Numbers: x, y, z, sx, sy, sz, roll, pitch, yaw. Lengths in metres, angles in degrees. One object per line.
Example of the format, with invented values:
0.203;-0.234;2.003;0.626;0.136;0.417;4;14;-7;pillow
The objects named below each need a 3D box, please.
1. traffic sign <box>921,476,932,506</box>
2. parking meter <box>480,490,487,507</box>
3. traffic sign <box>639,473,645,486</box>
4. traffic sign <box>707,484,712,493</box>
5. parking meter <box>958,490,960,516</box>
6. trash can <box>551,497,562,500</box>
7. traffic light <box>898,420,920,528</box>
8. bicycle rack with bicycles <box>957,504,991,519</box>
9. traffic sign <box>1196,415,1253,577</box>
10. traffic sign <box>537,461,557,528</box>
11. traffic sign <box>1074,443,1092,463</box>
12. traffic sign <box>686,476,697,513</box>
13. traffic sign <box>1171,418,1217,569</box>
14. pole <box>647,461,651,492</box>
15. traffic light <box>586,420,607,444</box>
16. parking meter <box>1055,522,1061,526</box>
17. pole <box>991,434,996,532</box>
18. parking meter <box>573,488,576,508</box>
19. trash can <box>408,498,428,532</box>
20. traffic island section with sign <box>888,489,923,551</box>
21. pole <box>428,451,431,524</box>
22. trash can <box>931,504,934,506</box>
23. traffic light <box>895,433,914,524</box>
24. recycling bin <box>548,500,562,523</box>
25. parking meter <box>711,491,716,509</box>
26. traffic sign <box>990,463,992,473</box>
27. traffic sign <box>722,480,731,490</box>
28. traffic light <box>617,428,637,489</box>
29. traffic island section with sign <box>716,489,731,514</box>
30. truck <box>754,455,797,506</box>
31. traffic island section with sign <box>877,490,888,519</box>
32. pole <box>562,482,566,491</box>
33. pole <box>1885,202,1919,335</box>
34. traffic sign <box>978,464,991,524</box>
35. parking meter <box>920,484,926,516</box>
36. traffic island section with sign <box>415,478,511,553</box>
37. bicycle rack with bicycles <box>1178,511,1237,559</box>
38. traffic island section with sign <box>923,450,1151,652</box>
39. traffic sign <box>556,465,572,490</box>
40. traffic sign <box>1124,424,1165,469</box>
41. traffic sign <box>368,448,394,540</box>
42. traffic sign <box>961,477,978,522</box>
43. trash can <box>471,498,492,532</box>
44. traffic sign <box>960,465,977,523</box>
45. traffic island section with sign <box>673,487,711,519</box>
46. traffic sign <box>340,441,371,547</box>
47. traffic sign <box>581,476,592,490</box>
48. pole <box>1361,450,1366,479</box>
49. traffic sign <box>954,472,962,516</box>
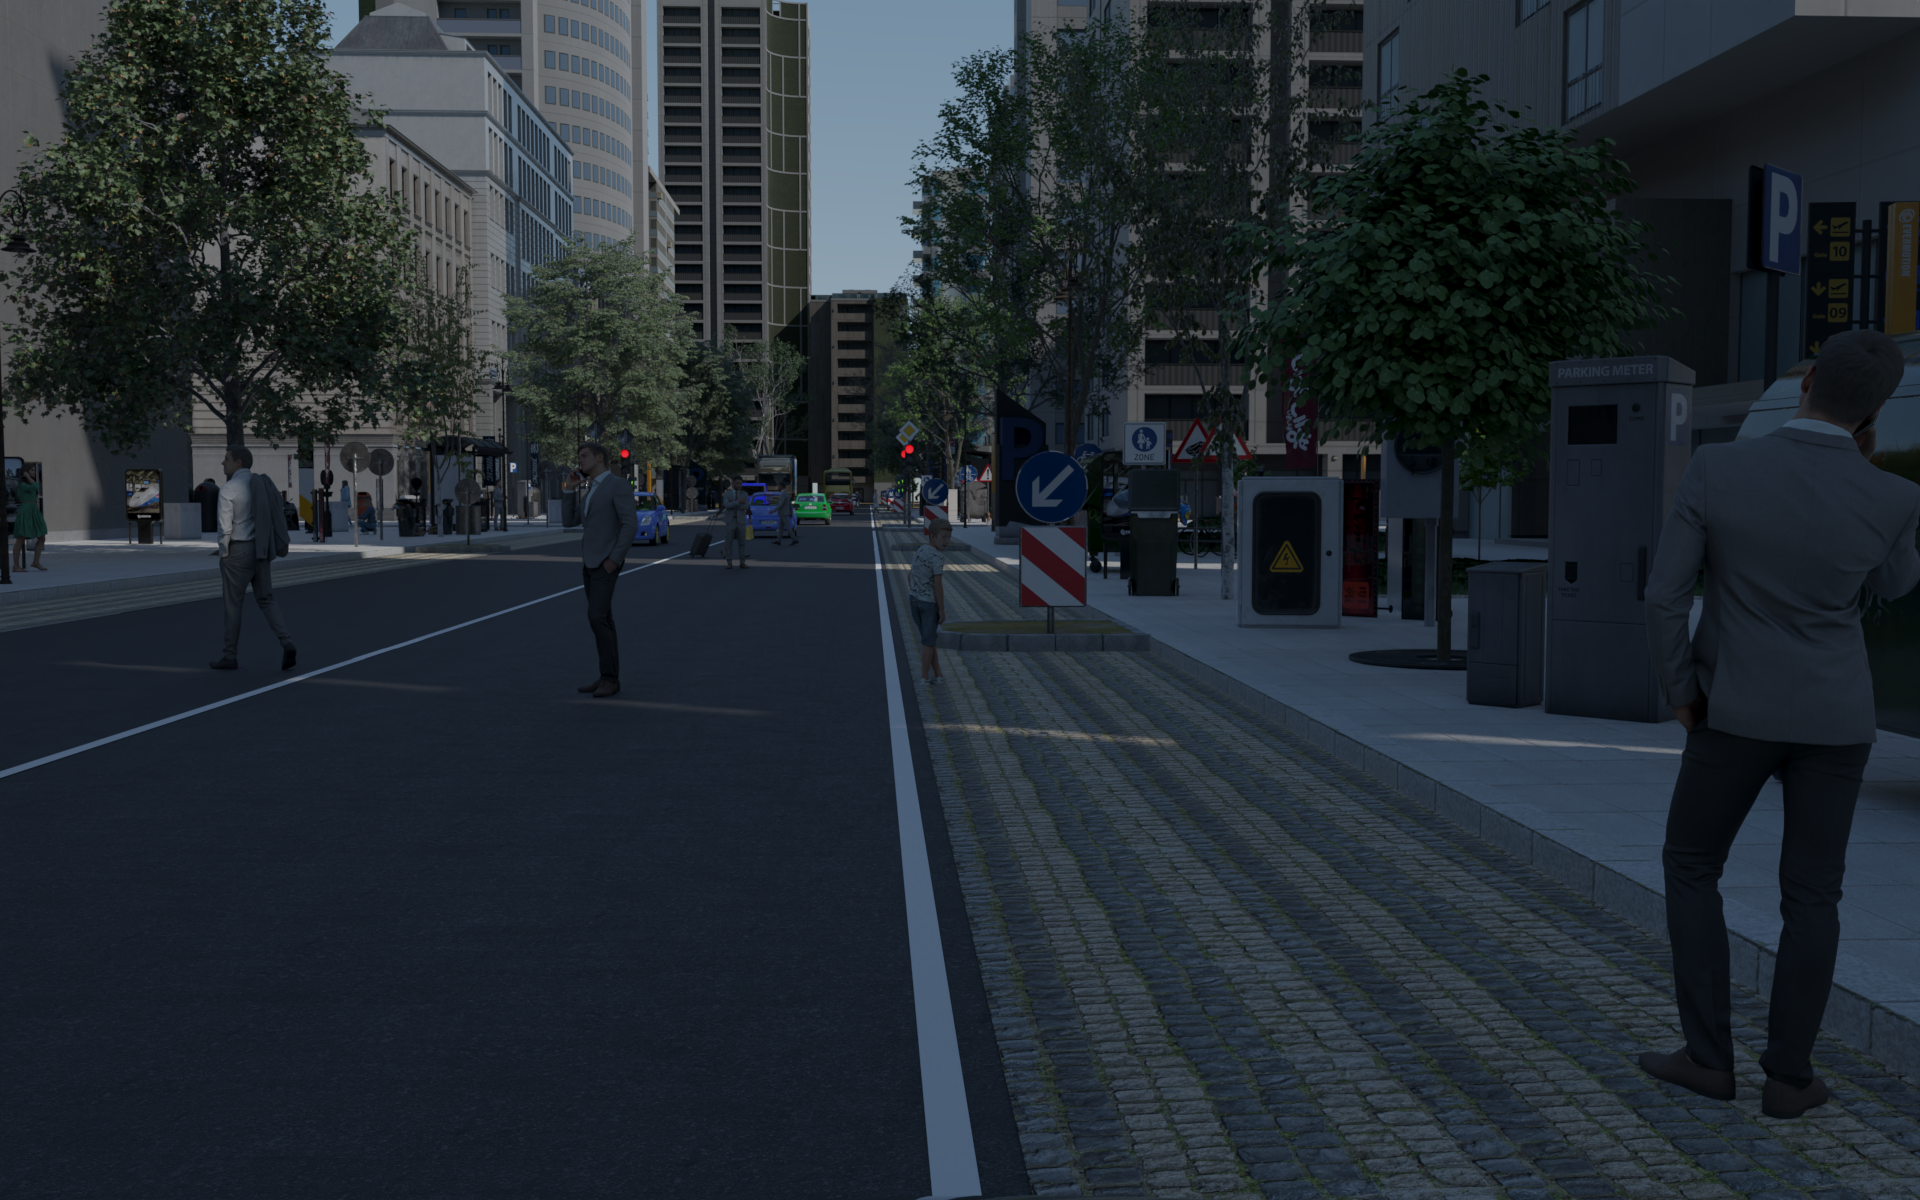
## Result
-1.819;-5.664;94.741;0.606;2.300;0.079;0;4;3;traffic sign
-26.579;-5.391;96.561;0.372;1.533;0.369;0;3;0;parking meter
-19.640;-6.463;105.776;0.768;2.556;0.104;0;4;4;traffic sign
-21.664;-9.070;148.395;0.768;2.556;0.104;0;4;1;traffic sign
-0.178;-5.722;101.965;0.372;1.533;0.369;0;3;0;parking meter
-18.178;-4.097;78.638;0.748;1.137;0.748;0;3;0;trash can
-1.952;-4.711;65.949;0.839;4.253;0.868;0;4;-3;traffic light
0.845;-4.604;88.664;2.925;0.926;2.852;2;4;24;bicycle rack with bicycles
4.074;-1.637;26.761;0.884;2.594;0.081;0;4;2;traffic sign
-15.734;-4.028;65.961;0.768;2.556;0.104;0;4;-1;traffic sign
3.211;-2.646;43.369;0.768;2.556;0.104;0;4;-1;traffic sign
-18.561;-7.305;119.541;0.768;2.556;0.104;0;4;7;traffic sign
4.026;-1.805;29.517;0.884;2.594;0.081;0;4;0;traffic sign
-16.576;-6.025;92.359;0.158;3.312;0.155;0;3;0;pole
-13.696;-4.673;65.319;0.839;4.253;0.868;0;4;-3;traffic light
2.784;-2.540;49.948;0.372;1.533;0.369;0;3;0;parking meter
1.177;-3.985;58.993;0.158;3.312;0.155;0;3;0;pole
-17.240;-4.365;77.077;0.255;1.863;0.399;-1;4;-20;parking meter
-17.657;-2.727;56.242;0.748;1.137;0.748;0;3;0;trash can
-0.753;-2.167;44.059;1.989;1.847;2.006;0;4;-3;traffic island section with sign
-22.471;-4.878;73.593;0.158;3.312;0.155;0;3;0;pole
-1.353;-5.319;98.619;0.748;1.137;0.748;0;3;0;trash can
-2.370;-5.199;73.923;0.839;4.253;0.868;0;4;-3;traffic light
-17.852;-3.915;76.559;0.722;1.027;0.722;-1;4;-21;recycling bin
-20.765;-8.411;145.930;0.372;1.533;0.369;0;3;0;parking meter
1.439;-3.719;60.919;0.768;2.556;0.104;0;4;0;traffic sign
-19.991;-9.065;148.319;0.768;2.556;0.104;0;4;6;traffic sign
-14.115;-5.160;73.293;0.839;4.253;0.868;0;4;-3;traffic light
-16.532;-7.113;124.931;1.989;1.847;2.006;0;4;-3;traffic island section with sign
-13.271;-8.392;126.130;2.839;4.237;11.283;0;4;-3;truck
-3.606;-5.503;98.605;1.989;1.847;2.006;0;4;-3;traffic island section with sign
-21.931;-6.244;95.927;0.158;3.312;0.155;0;3;0;pole
6.622;-1.126;12.253;0.158;3.312;0.155;0;3;0;pole
1.214;-4.600;75.219;0.884;2.594;0.081;0;4;-1;traffic sign
-2.136;-5.789;100.361;0.255;1.863;0.399;-2;4;-27;parking meter
-12.224;-2.091;42.814;1.989;1.847;2.006;0;4;-3;traffic island section with sign
5.558;-1.331;35.144;2.925;0.926;2.852;3;5;45;bicycle rack with bicycles
0.694;-0.486;16.574;1.989;1.847;2.006;0;4;-3;traffic island section with sign
-17.323;-4.627;75.763;0.768;2.556;0.104;0;4;-2;traffic sign
2.620;-1.380;24.696;0.606;2.300;0.079;0;4;0;traffic sign
-16.125;-2.942;48.213;0.768;2.556;0.104;0;4;2;traffic sign
0.475;-4.888;79.930;0.884;2.594;0.081;0;4;-1;traffic sign
-16.232;-2.872;58.611;0.748;1.137;0.748;0;3;0;trash can
0.380;-4.666;76.397;0.768;2.556;0.104;0;4;2;traffic sign
-15.126;-5.467;98.012;1.989;1.847;2.006;0;4;-3;traffic island section with sign
-14.606;-2.552;41.833;0.768;2.556;0.104;0;4;3;traffic sign
-19.376;-5.369;89.911;0.606;2.300;0.079;0;4;-3;traffic sign
18.699;-5.290;80.341;0.158;3.312;0.155;0;3;0;pole
-0.178;-6.107;99.952;0.768;2.556;0.104;0;3;0;traffic sign
